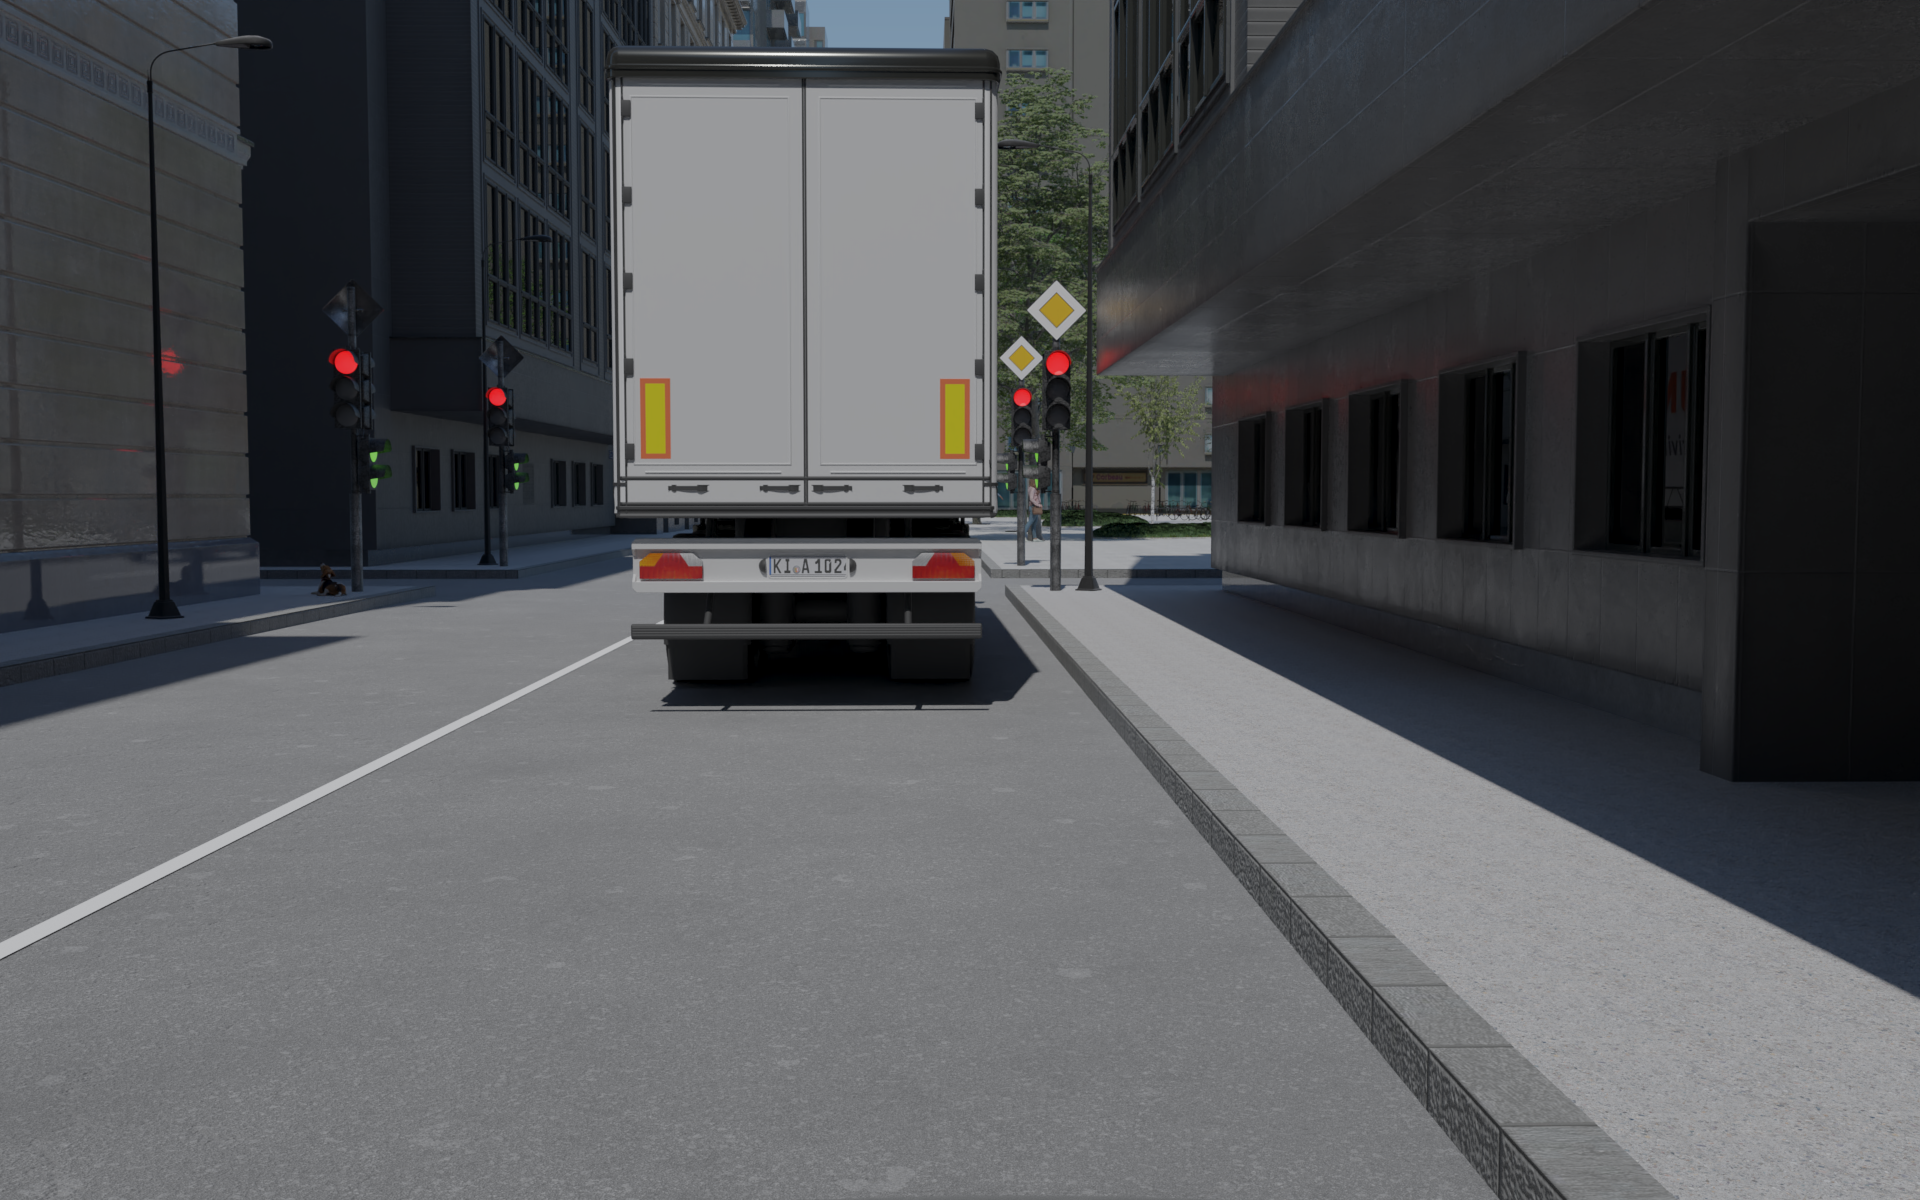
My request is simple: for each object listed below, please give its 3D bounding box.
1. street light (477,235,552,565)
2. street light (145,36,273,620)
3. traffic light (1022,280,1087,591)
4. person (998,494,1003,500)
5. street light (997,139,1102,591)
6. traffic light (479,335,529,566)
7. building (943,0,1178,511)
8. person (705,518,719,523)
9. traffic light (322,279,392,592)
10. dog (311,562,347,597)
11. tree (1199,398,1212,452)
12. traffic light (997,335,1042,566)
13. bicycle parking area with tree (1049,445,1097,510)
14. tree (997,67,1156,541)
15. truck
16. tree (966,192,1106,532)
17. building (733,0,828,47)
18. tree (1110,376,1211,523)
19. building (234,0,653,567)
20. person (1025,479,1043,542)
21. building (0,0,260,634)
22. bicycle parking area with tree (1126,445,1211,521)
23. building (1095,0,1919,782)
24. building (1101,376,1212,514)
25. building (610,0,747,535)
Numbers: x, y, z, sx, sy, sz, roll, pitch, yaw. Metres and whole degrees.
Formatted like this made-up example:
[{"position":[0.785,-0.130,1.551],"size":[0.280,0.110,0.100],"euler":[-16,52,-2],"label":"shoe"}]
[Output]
[{"position":[-8.008,-3.587,31.182],"size":[1.470,5.913,1.316],"euler":[0,4,-1],"label":"street light"},{"position":[-7.671,-2.763,17.711],"size":[1.470,5.913,1.316],"euler":[0,4,-1],"label":"street light"},{"position":[1.249,-2.077,22.881],"size":[0.839,4.253,0.868],"euler":[0,4,-1],"label":"traffic light"},{"position":[2.024,-6.236,107.984],"size":[1.348,1.826,0.705],"euler":[-1,4,-12],"label":"person"},{"position":[1.170,-3.078,22.866],"size":[1.470,5.913,1.316],"euler":[0,4,-1],"label":"street light"},{"position":[-8.085,-2.552,30.647],"size":[0.839,4.253,0.868],"euler":[0,4,-1],"label":"traffic light"},{"position":[8.997,-33.470,170.938],"size":[21.300,48.544,21.600],"euler":[0,4,-1],"label":"building"},{"position":[-5.157,-1.675,35.700],"size":[0.655,1.846,0.447],"euler":[3,5,39],"label":"person"},{"position":[-7.910,-2.064,22.664],"size":[0.839,4.253,0.868],"euler":[0,4,-1],"label":"traffic light"},{"position":[-8.022,-0.255,21.898],"size":[0.550,0.427,0.748],"euler":[0,4,-4],"label":"dog"},{"position":[16.701,-9.376,103.666],"size":[4.360,8.622,3.978],"euler":[0,3,0],"label":"tree"},{"position":[1.073,-2.565,30.864],"size":[0.839,4.253,0.868],"euler":[0,4,-1],"label":"traffic light"},{"position":[9.109,-6.971,100.980],"size":[8.231,4.147,9.016],"euler":[0,4,7],"label":"bicycle parking area with tree"},{"position":[1.843,-7.855,46.556],"size":[7.486,12.596,7.792],"euler":[0,3,0],"label":"tree"},{"position":[-1.165,-1.687,16.502],"size":[2.839,4.237,11.283],"euler":[0,4,-2],"label":"truck"},{"position":[1.973,-8.099,58.173],"size":[9.928,11.665,9.643],"euler":[0,3,0],"label":"tree"},{"position":[-27.000,-33.588,168.779],"size":[30.456,49.044,23.786],"euler":[0,4,-1],"label":"building"},{"position":[8.715,-7.683,75.980],"size":[4.737,8.622,4.395],"euler":[0,3,0],"label":"tree"},{"position":[-16.019,-15.164,41.442],"size":[14.314,27.812,24.014],"euler":[0,4,-1],"label":"building"},{"position":[1.906,-2.423,46.246],"size":[0.643,1.750,0.593],"euler":[0,4,-7],"label":"person"},{"position":[-18.540,-14.005,14.881],"size":[20.117,28.700,13.634],"euler":[0,4,-1],"label":"building"},{"position":[14.131,-5.962,84.480],"size":[8.231,4.147,9.016],"euler":[-3,5,-40],"label":"bicycle parking area with tree"},{"position":[9.163,-11.538,7.708],"size":[14.314,24.678,30.058],"euler":[0,4,-1],"label":"building"},{"position":[10.079,-30.337,119.705],"size":[21.300,48.544,21.600],"euler":[0,4,-1],"label":"building"},{"position":[-15.517,-16.440,66.065],"size":[12.463,27.353,25.104],"euler":[0,4,-1],"label":"building"}]
